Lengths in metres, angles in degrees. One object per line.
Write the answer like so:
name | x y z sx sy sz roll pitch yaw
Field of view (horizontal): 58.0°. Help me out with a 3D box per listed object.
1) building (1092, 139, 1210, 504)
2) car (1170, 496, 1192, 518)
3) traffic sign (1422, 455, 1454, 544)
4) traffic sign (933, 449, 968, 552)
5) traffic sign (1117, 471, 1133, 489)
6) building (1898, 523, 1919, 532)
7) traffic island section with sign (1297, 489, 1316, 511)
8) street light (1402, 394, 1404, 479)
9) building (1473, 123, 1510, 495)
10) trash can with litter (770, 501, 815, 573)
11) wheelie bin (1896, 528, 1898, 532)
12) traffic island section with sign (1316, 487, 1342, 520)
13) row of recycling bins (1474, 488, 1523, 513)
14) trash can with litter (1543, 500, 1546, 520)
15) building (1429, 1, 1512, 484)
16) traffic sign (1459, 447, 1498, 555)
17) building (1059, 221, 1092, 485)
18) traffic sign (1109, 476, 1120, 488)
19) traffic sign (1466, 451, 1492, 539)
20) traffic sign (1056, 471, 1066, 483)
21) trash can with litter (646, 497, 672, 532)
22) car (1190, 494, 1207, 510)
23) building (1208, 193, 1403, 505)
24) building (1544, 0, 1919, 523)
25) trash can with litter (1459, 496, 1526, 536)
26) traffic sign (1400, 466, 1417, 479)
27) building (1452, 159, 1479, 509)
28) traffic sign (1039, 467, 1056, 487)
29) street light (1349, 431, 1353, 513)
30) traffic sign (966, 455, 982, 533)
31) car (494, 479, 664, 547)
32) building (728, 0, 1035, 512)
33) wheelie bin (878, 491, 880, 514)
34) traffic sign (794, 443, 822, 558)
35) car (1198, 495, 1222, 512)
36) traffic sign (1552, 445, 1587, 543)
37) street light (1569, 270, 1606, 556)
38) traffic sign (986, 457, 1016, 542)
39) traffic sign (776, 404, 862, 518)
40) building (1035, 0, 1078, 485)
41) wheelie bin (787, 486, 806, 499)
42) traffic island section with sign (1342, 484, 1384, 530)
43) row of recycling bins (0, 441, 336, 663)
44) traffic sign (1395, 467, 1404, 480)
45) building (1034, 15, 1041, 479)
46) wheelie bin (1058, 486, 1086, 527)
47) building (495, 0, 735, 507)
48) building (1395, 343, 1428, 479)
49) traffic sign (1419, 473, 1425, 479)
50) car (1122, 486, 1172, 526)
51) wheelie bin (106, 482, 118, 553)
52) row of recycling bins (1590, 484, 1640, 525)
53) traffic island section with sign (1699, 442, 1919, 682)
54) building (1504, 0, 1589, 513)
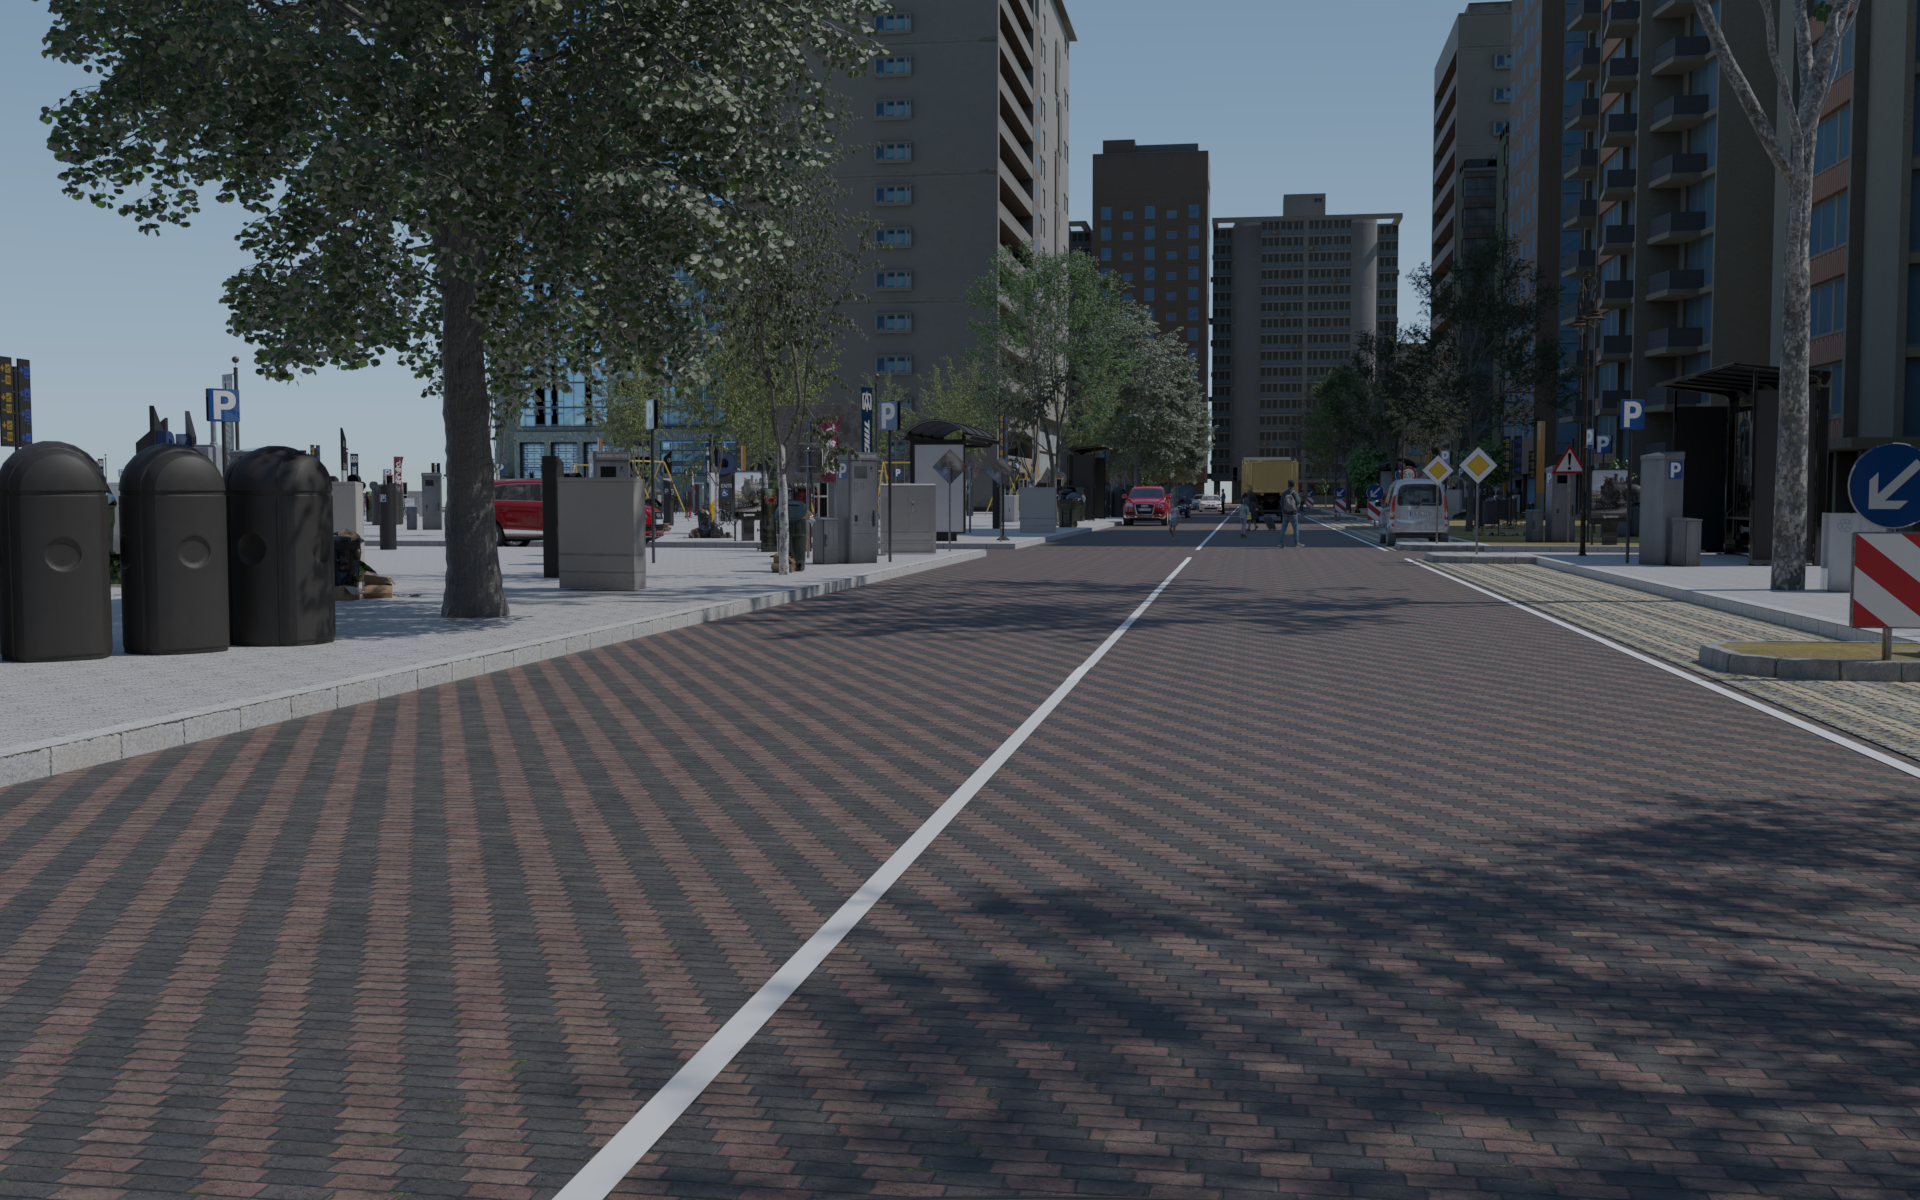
building | 24.555 -34.935 221.301 14.200 45.320 14.600 1 4 9
car | 13.086 -5.653 105.014 1.945 1.354 3.894 1 4 9
traffic sign | 12.280 -2.503 44.563 0.795 2.450 0.064 1 4 9
traffic sign | -0.226 -2.137 38.577 0.795 2.450 0.064 1 4 9
traffic sign | 9.270 -5.960 97.444 0.884 2.594 0.081 1 4 16
building | 43.012 -24.758 59.422 28.867 44.769 22.147 1 4 9
traffic island section with sign | 29.153 -8.340 144.992 1.989 1.847 2.006 1 4 9
street light | 19.903 -6.425 77.839 0.468 5.910 1.993 1 4 9
building | 49.208 -22.336 136.898 14.160 30.474 14.107 1 4 9
trash can with litter | -2.778 -1.050 28.560 0.624 1.170 1.055 0 4 6
wheelie bin | 25.651 -2.457 48.088 0.693 1.594 0.980 -1 4 -21
traffic island section with sign | 20.931 -5.344 95.999 1.989 1.847 2.006 1 4 9
row of recycling bins | 35.664 -6.616 115.286 3.534 1.692 1.069 0 4 -2
trash can with litter | 29.071 -4.564 86.003 0.624 1.170 1.055 -2 4 -29
building | 57.629 -33.262 167.536 21.300 48.544 21.600 1 4 9
traffic sign | 10.959 -2.021 36.687 0.795 2.450 0.064 1 4 9
building | 6.529 -33.091 232.925 23.993 40.220 32.217 1 4 9
traffic sign | 10.706 -7.333 120.003 0.768 2.556 0.104 1 4 12
traffic sign | 14.919 -3.045 49.890 0.768 2.556 0.104 1 4 16
traffic sign | 5.615 -5.964 97.614 0.768 2.556 0.104 1 4 15
trash can with litter | -10.338 -2.915 59.054 0.624 1.170 1.055 2 4 25
car | 21.369 -8.626 153.032 2.014 1.417 4.499 1 4 11
building | 44.812 -32.716 226.793 23.993 40.220 32.217 1 4 9
building | 47.369 -27.223 99.715 22.147 44.769 28.867 1 4 9
trash can with litter | 16.618 -2.567 53.027 2.233 1.210 1.678 2 4 30
traffic sign | 20.670 -4.881 79.910 0.768 2.556 0.104 1 4 13
building | 50.158 -23.200 151.016 14.160 30.474 14.107 1 4 9
traffic sign | 4.143 -5.009 81.908 0.884 2.594 0.081 1 4 17
street light | 26.574 -8.867 117.763 0.468 5.910 1.993 1 4 9
traffic sign | 0.329 -3.479 56.987 0.768 2.556 0.104 1 4 19
car | -10.074 -2.131 43.519 5.304 1.827 2.281 0 4 8
building | -6.106 -31.215 134.074 21.300 48.544 21.600 1 4 9
wheelie bin | -4.876 -6.291 110.768 0.980 1.594 0.693 2 4 29
traffic sign | -3.032 -1.983 34.555 0.606 2.300 0.079 1 4 16
car | 20.108 -7.739 138.897 2.083 1.381 4.827 0 4 8
traffic sign | 15.976 -2.780 45.451 0.884 2.594 0.081 1 4 15
street light | 12.945 -3.857 35.842 0.468 5.910 1.993 1 4 9
traffic sign | 1.095 -2.618 46.453 0.795 2.450 0.064 1 4 9
traffic sign | -3.125 -2.784 39.390 2.265 3.308 0.079 1 4 17
building | -3.324 -35.823 174.944 27.495 52.752 28.713 1 4 9
wheelie bin | -6.355 -3.700 68.395 0.980 1.594 0.693 -1 4 -11
traffic island section with sign | 16.474 -3.718 69.413 1.989 1.847 2.006 1 4 9
row of recycling bins | -6.758 -0.414 13.885 1.069 1.692 3.534 3 5 45
traffic sign | 20.768 -4.955 81.127 0.768 2.556 0.104 1 4 15
building | -0.714 -30.661 151.418 14.600 45.320 14.200 1 4 9
wheelie bin | 4.165 -3.602 66.800 0.980 1.594 0.693 2 4 28
building | -32.860 -53.106 180.952 31.000 86.520 22.319 1 4 9
building | 70.536 -22.986 220.868 28.899 21.520 27.650 1 4 9
traffic sign | 26.654 -6.094 99.636 0.884 2.594 0.081 1 4 18
car | 8.637 -4.351 79.817 2.281 1.827 5.304 1 4 9
wheelie bin | -15.872 -1.453 31.657 0.980 1.594 0.693 1 4 12
row of recycling bins | 28.185 -4.057 73.444 3.534 1.692 1.069 -2 4 -27
traffic island section with sign | 7.182 -0.333 14.069 1.989 1.847 2.006 1 4 9
building | 46.955 -28.892 122.497 14.600 45.320 14.200 1 4 9
